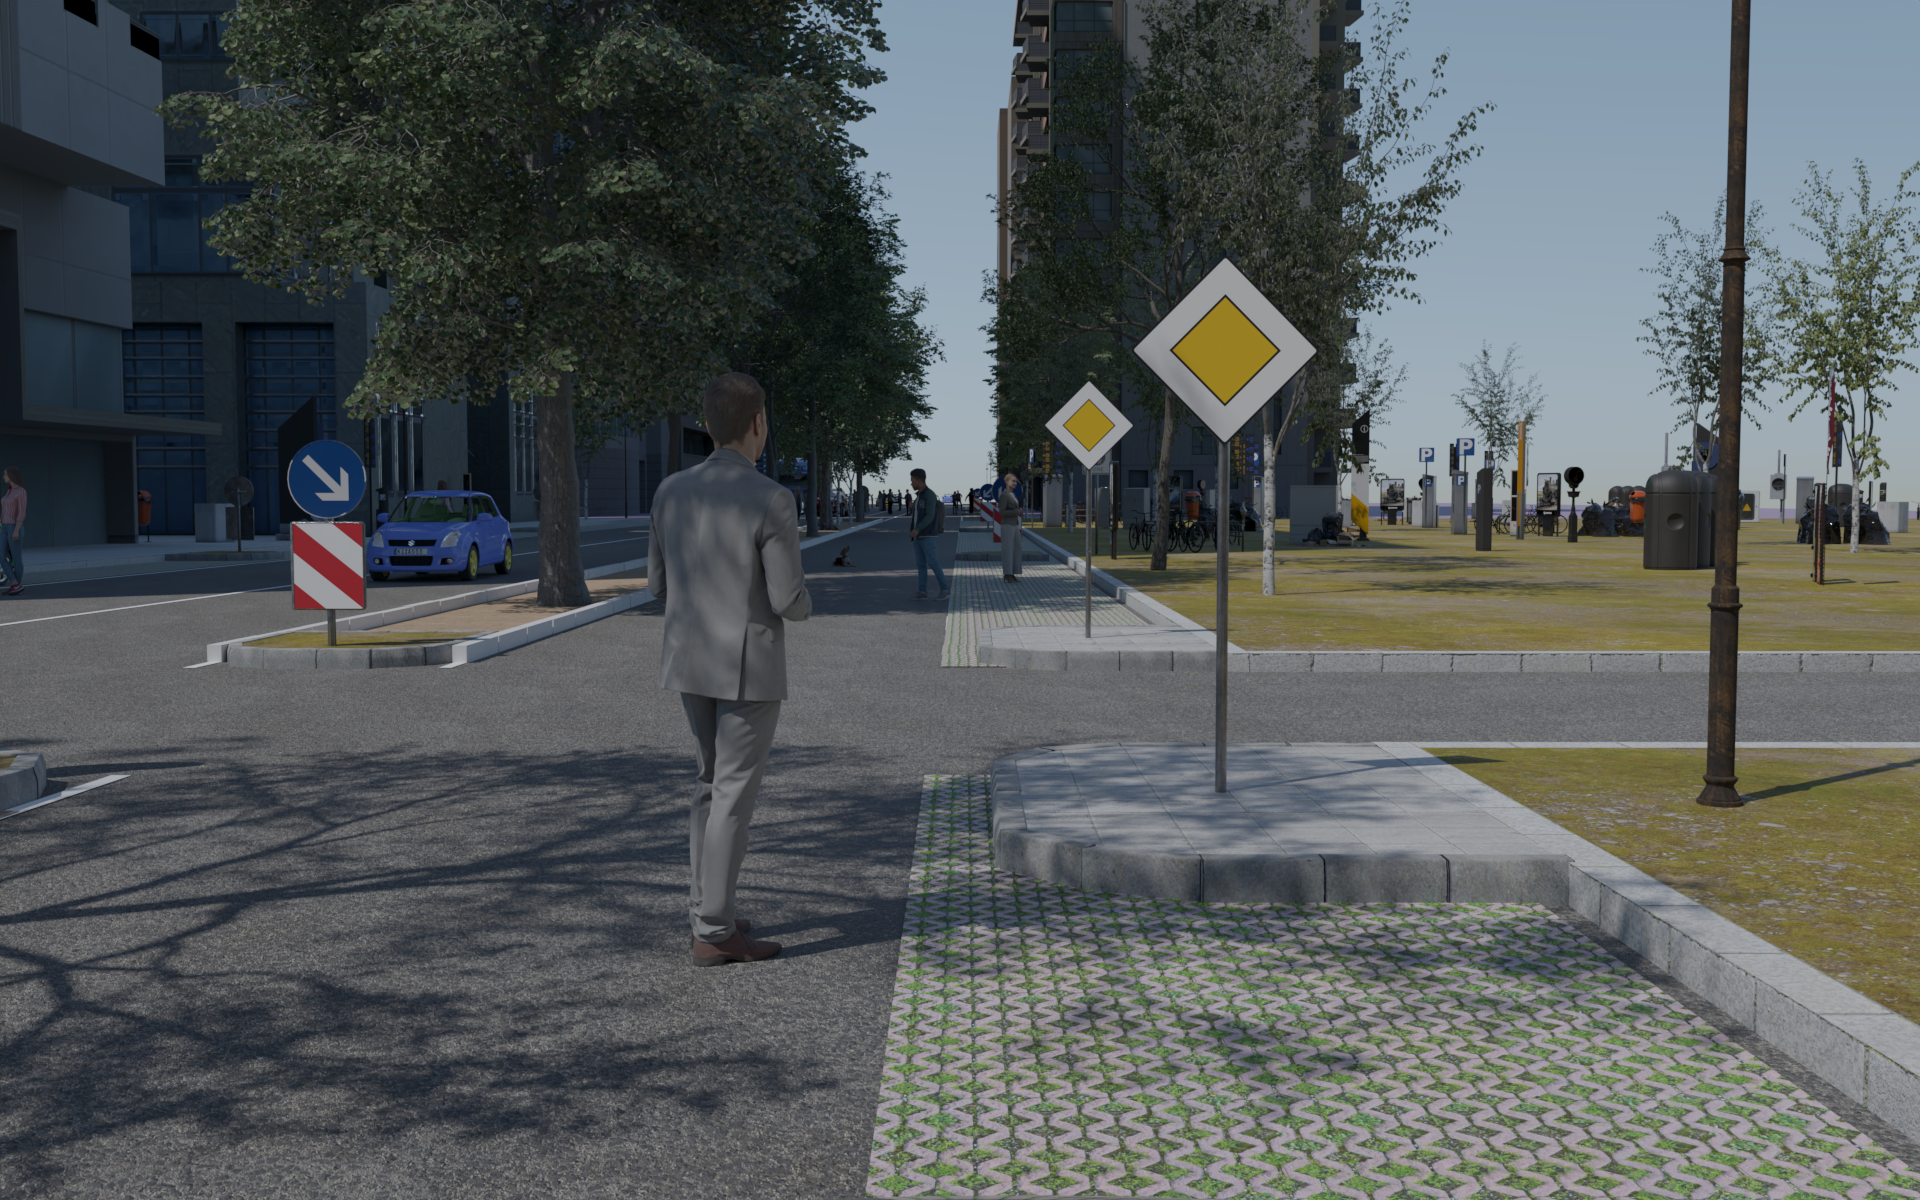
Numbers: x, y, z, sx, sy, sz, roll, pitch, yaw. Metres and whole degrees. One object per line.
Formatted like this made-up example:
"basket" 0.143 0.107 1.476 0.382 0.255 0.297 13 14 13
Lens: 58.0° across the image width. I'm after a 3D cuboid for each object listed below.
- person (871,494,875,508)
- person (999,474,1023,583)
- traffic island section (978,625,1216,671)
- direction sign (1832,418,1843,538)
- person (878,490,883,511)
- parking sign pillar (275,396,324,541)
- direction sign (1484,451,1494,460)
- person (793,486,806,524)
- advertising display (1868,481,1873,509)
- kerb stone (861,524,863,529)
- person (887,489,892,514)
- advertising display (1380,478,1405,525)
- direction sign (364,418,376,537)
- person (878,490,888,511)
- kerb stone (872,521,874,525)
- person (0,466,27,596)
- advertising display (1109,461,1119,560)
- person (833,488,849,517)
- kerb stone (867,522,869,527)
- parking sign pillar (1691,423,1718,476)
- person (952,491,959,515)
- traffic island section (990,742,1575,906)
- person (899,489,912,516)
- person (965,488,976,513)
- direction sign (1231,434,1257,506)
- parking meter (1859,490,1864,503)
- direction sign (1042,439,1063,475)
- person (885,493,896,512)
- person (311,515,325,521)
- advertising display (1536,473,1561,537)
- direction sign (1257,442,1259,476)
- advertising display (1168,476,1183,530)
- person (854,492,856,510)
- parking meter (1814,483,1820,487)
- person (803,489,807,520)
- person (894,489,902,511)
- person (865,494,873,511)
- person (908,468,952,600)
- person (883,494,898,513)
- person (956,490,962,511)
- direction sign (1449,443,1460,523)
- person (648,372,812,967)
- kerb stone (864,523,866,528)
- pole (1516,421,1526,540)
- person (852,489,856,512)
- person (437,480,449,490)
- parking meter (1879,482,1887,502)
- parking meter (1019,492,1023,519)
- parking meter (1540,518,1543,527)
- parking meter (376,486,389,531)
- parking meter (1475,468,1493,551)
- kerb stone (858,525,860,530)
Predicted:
"person" -9.217 -10.433 182.333 0.557 1.426 1.065 1 4 14
"person" 0.839 -1.144 27.754 0.362 1.759 0.519 2 4 25
"traffic island section" 1.163 0.417 15.457 2.009 0.180 2.903 0 4 0
"direction sign" 25.473 -3.568 50.334 0.379 3.537 0.876 1 4 12
"person" -6.864 -8.561 149.145 0.551 1.740 0.621 2 4 30
"parking sign pillar" -18.283 -3.648 48.109 1.447 3.967 1.447 1 4 23
"direction sign" 27.637 -6.029 90.578 0.876 3.537 0.379 -3 5 -43
"person" -7.611 -4.498 82.227 0.709 1.800 0.728 -1 4 -17
"advertising display" 44.671 -4.879 84.978 0.123 1.923 0.974 2 4 31
"kerb stone" -4.093 -2.895 69.527 0.120 0.150 1.000 0 4 0
"person" -4.970 -6.978 122.607 0.705 1.823 1.348 -1 4 -10
"advertising display" 17.878 -4.062 71.635 0.974 1.923 0.123 0 4 7
"direction sign" -17.446 -3.624 51.250 0.379 3.537 0.876 0 3 0
"person" -6.474 -8.457 146.855 0.705 1.814 1.350 -3 5 -44
"kerb stone" -4.066 -3.396 77.728 0.120 0.150 1.000 0 4 0
"person" -13.460 -0.982 24.562 0.555 1.821 0.388 2 4 26
"advertising display" 3.033 -1.772 34.181 0.123 1.923 0.974 0 4 1
"person" -7.295 -5.976 106.198 1.348 1.826 0.705 2 4 33
"kerb stone" -4.081 -3.145 73.624 0.120 0.150 1.000 0 4 0
"parking sign pillar" 28.203 -4.687 65.109 1.447 3.967 1.447 -3 4 -36
"person" -0.297 -6.795 121.072 0.593 1.643 0.415 2 4 32
"traffic island section" 1.143 0.906 7.472 2.009 0.180 2.903 0 4 0
"person" -3.543 -6.366 113.114 0.750 1.759 0.617 -2 4 -32
"person" 0.807 -6.704 117.747 1.348 1.869 0.705 -3 5 -41
"direction sign" 10.670 -4.494 65.467 0.876 3.537 0.379 0 4 5
"parking meter" 44.146 -4.685 85.005 0.372 1.533 0.369 0 3 0
"direction sign" 3.810 -4.856 71.396 0.876 3.537 0.379 0 4 -4
"person" -5.643 -8.026 139.868 0.705 1.807 1.348 3 4 38
"person" -11.348 -1.265 30.990 0.330 1.601 0.589 1 4 21
"advertising display" 17.768 -2.879 52.285 0.123 1.923 0.974 -1 4 -20
"direction sign" 12.483 -5.077 75.000 0.876 3.537 0.379 1 4 13
"advertising display" 7.563 -3.462 61.819 0.123 1.923 0.974 -3 4 -36
"person" -9.469 -9.114 158.452 0.436 1.711 0.756 0 4 -1
"parking meter" 43.920 -5.081 88.793 0.399 1.863 0.255 -3 5 -40
"person" -8.329 -5.273 95.431 0.721 1.743 1.217 0 4 2
"person" -5.261 -8.504 147.415 0.599 1.838 0.709 -2 4 -25
"person" -7.666 -8.211 142.734 1.348 1.826 0.705 -3 5 -39
"person" -0.476 -0.891 23.424 0.721 1.781 0.623 -2 4 -31
"person" -5.197 -7.357 129.499 1.217 1.735 0.721 1 4 18
"person" -0.043 -8.484 147.658 0.683 1.767 0.568 -1 4 -17
"direction sign" 22.137 -5.234 77.580 0.379 3.537 0.876 3 5 44
"person" -0.657 0.202 5.403 0.606 1.804 0.583 2 4 30
"kerb stone" -4.093 -3.020 71.578 0.120 0.150 1.000 0 4 0
"pole" 15.737 -3.347 48.563 0.158 3.312 0.155 0 3 0
"person" -8.208 -7.746 135.143 1.348 1.824 0.705 -3 4 -36
"person" -11.621 -1.825 38.928 0.593 1.750 0.643 2 4 28
"parking meter" 45.682 -4.895 85.744 0.255 1.863 0.399 3 4 39
"parking meter" 3.090 -4.979 89.813 0.372 1.533 0.369 0 3 0
"parking meter" 22.452 -3.732 66.727 0.255 1.863 0.399 0 4 2
"parking meter" -17.532 -2.701 52.571 0.372 1.533 0.369 0 3 0
"parking meter" 11.790 -2.034 38.960 0.255 1.863 0.399 0 4 -4
"kerb stone" -4.100 -2.769 67.472 0.120 0.150 1.000 0 4 0
